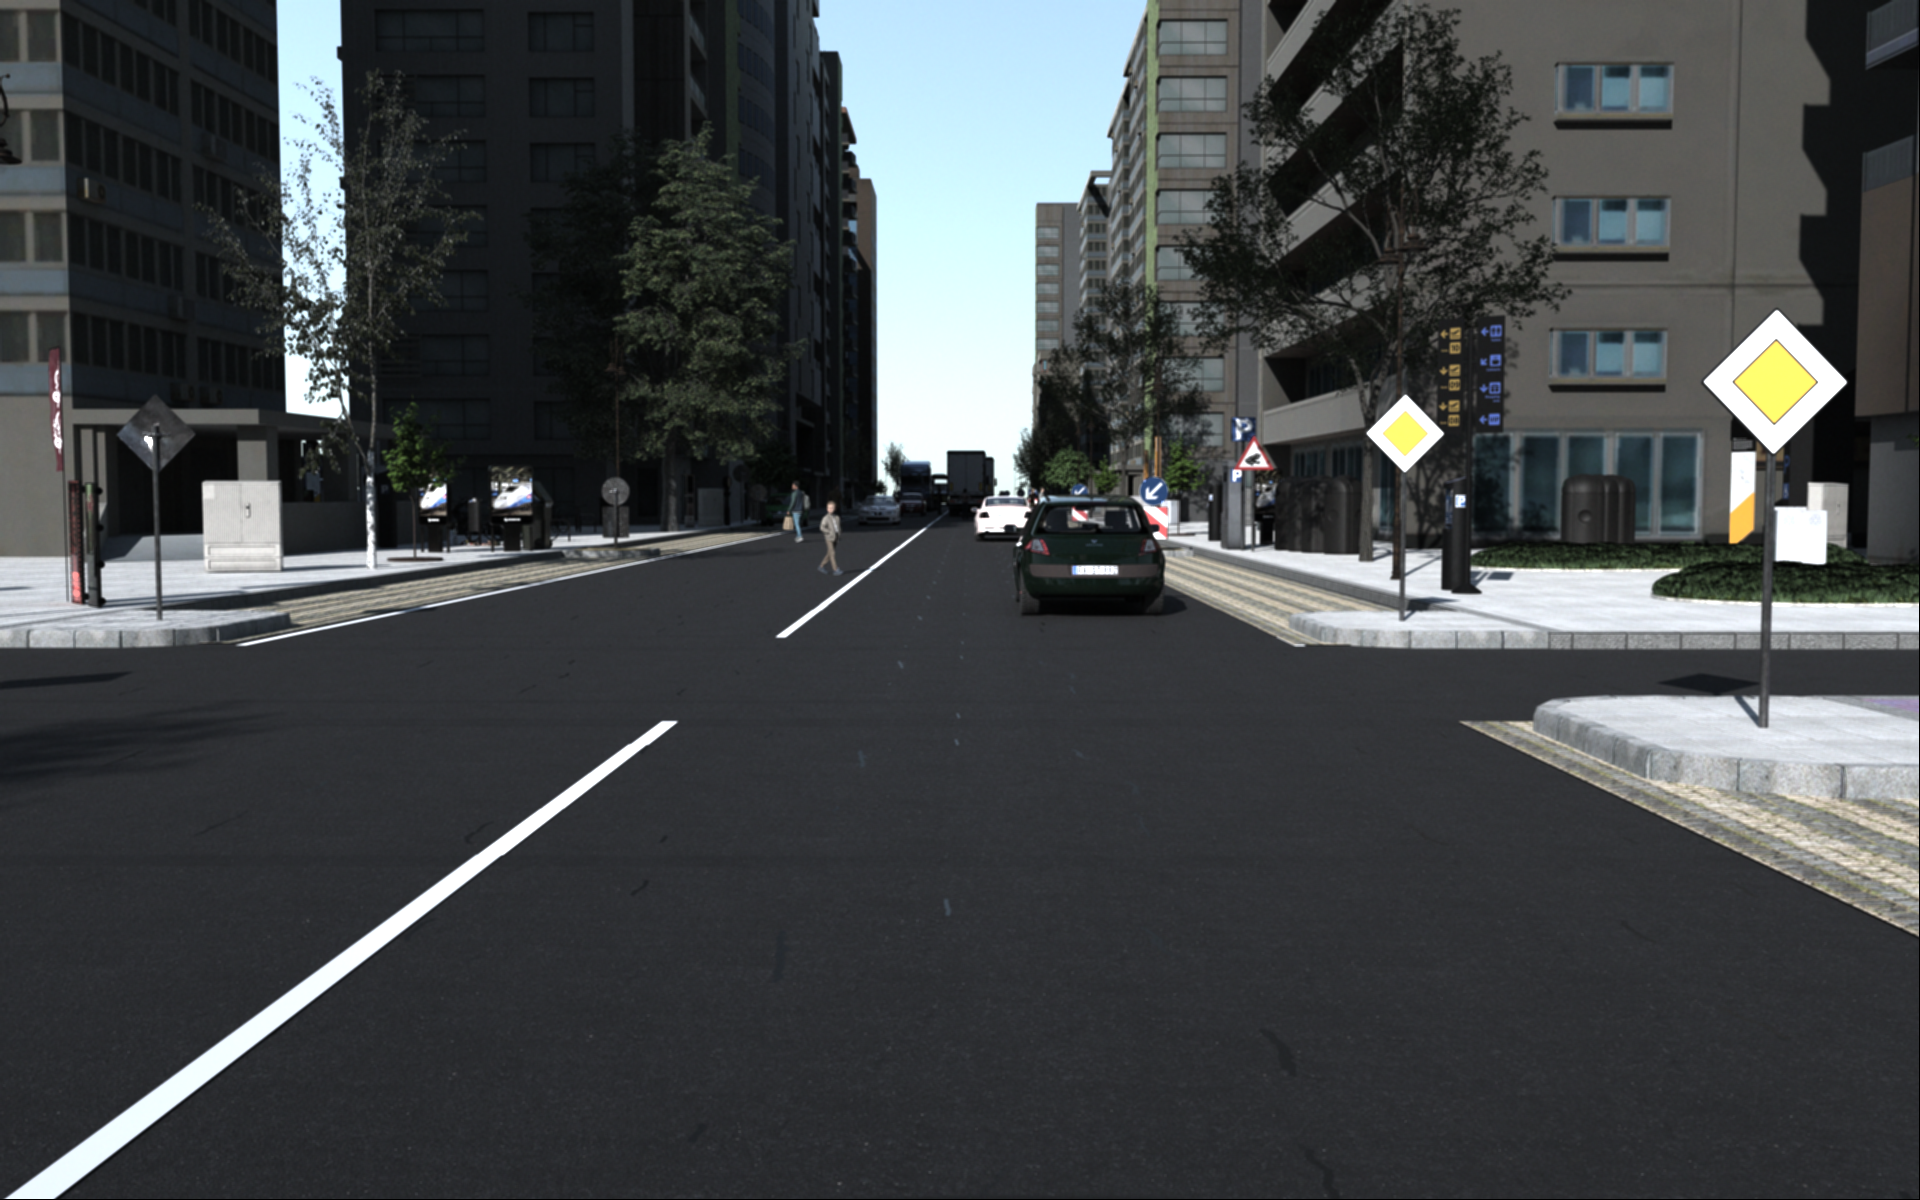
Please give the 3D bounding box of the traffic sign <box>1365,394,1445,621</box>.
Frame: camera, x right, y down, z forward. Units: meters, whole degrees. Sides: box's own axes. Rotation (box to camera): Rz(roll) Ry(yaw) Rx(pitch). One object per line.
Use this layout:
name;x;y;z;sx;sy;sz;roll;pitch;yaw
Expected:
traffic sign;4.462;-0.844;17.440;0.795;2.450;0.064;0;4;0

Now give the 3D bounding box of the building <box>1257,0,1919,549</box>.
building;21.092;-26.031;49.310;21.300;48.544;21.600;0;4;0

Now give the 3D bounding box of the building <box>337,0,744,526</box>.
building;-17.325;-23.903;74.401;14.154;41.232;14.086;0;4;0

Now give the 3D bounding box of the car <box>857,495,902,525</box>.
car;-3.760;-4.215;81.275;2.083;1.381;4.827;0;4;0

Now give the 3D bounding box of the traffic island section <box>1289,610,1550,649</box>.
traffic island section;4.486;0.291;17.517;2.009;0.180;2.903;0;4;0

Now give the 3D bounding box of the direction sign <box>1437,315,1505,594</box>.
direction sign;6.550;-1.853;22.291;0.876;3.537;0.379;3;5;39

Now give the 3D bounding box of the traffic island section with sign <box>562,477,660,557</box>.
traffic island section with sign;-8.017;-1.924;40.088;1.989;1.847;2.006;0;4;0

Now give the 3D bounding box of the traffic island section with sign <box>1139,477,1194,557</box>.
traffic island section with sign;4.305;-1.927;40.135;1.989;1.847;2.006;0;4;0

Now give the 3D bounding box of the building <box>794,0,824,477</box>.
building;-25.162;-33.339;134.336;28.713;52.752;27.495;0;4;0

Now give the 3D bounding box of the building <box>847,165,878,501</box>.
building;-18.734;-36.039;239.352;14.600;45.320;14.200;0;4;0

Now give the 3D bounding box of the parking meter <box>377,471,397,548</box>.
parking meter;-13.637;-2.172;41.218;0.399;1.863;0.255;0;4;7

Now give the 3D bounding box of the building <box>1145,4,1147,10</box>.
building;25.475;-26.773;129.617;32.217;40.220;23.993;0;4;0

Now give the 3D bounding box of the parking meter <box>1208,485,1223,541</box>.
parking meter;6.999;-2.387;47.442;0.372;1.533;0.369;0;3;0

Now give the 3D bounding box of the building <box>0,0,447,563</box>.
building;-30.272;-21.268;39.608;32.217;40.220;23.993;0;4;0

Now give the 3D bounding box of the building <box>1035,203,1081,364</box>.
building;17.524;-34.319;244.710;14.154;41.232;14.086;0;4;0

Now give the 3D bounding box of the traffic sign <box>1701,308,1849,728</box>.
traffic sign;4.412;-0.355;9.455;0.795;2.450;0.064;0;4;0

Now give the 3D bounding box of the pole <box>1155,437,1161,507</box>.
pole;7.030;-4.140;61.525;0.158;3.312;0.155;0;3;0

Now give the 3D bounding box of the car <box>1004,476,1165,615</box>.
car;1.566;-0.738;21.854;2.009;1.686;4.222;0;4;1

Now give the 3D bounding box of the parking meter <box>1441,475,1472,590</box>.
parking meter;6.647;-0.903;23.174;0.372;1.533;0.369;0;3;0

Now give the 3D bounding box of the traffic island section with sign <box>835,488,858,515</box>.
traffic island section with sign;-7.530;-6.640;117.199;1.989;1.847;2.006;0;4;0

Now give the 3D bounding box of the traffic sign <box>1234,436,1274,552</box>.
traffic sign;6.530;-2.358;38.560;0.884;2.594;0.081;0;4;1

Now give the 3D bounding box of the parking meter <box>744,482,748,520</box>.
parking meter;-10.738;-4.896;85.754;0.399;1.863;0.255;-3;5;-40

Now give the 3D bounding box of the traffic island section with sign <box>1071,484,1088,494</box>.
traffic island section with sign;4.479;-3.576;67.090;1.989;1.847;2.006;0;4;0

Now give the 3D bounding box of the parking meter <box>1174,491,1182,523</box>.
parking meter;9.819;-4.419;77.961;0.255;1.863;0.399;2;4;34

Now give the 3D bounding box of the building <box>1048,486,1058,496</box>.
building;26.303;-30.863;196.485;32.217;40.220;23.993;0;4;0

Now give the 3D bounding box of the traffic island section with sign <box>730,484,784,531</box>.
traffic island section with sign;-7.851;-3.598;67.461;1.989;1.847;2.006;0;4;0

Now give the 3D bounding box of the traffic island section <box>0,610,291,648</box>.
traffic island section;-8.155;0.286;17.601;2.009;0.180;2.903;0;4;0

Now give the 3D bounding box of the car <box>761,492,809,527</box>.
car;-7.597;-4.058;75.137;1.959;1.807;4.718;0;3;0

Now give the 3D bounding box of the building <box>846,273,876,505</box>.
building;-27.066;-32.294;219.890;32.217;40.220;23.993;0;4;0

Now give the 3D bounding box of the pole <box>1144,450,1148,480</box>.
pole;8.622;-5.293;80.380;0.158;3.312;0.155;0;3;0

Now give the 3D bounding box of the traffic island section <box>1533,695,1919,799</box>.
traffic island section;4.436;0.780;9.532;2.009;0.180;2.903;0;4;0

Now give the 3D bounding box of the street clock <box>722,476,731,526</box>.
street clock;-9.459;-4.022;70.334;0.358;2.002;0.471;1;4;11

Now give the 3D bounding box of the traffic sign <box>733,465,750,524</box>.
traffic sign;-9.475;-4.590;75.160;0.768;2.556;0.104;0;4;1

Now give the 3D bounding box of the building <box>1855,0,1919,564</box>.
building;23.341;-22.829;23.369;14.200;45.320;14.600;0;4;0

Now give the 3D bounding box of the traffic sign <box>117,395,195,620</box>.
traffic sign;-8.131;-0.850;17.540;0.795;2.450;0.064;0;4;0

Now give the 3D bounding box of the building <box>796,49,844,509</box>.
building;-18.001;-28.856;155.394;14.154;41.232;14.086;0;4;0

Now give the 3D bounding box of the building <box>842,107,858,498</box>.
building;-22.904;-32.904;192.597;22.147;44.769;28.867;0;4;0

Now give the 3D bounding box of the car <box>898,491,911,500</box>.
car;-3.756;-7.439;131.412;2.009;1.686;4.222;0;4;-2

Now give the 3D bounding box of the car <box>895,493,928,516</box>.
car;-3.193;-6.437;114.293;2.155;1.783;4.494;0;4;1

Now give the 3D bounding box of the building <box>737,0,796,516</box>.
building;-22.046;-34.485;105.836;21.231;58.520;28.212;0;4;0

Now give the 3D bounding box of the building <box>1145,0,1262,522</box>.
building;16.025;-24.552;85.015;14.154;41.232;14.086;0;4;0

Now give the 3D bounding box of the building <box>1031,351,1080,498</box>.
building;23.572;-23.167;223.821;27.650;21.520;28.899;0;4;0

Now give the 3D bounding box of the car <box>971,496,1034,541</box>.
car;1.394;-2.544;53.957;2.083;1.381;4.827;0;3;0
